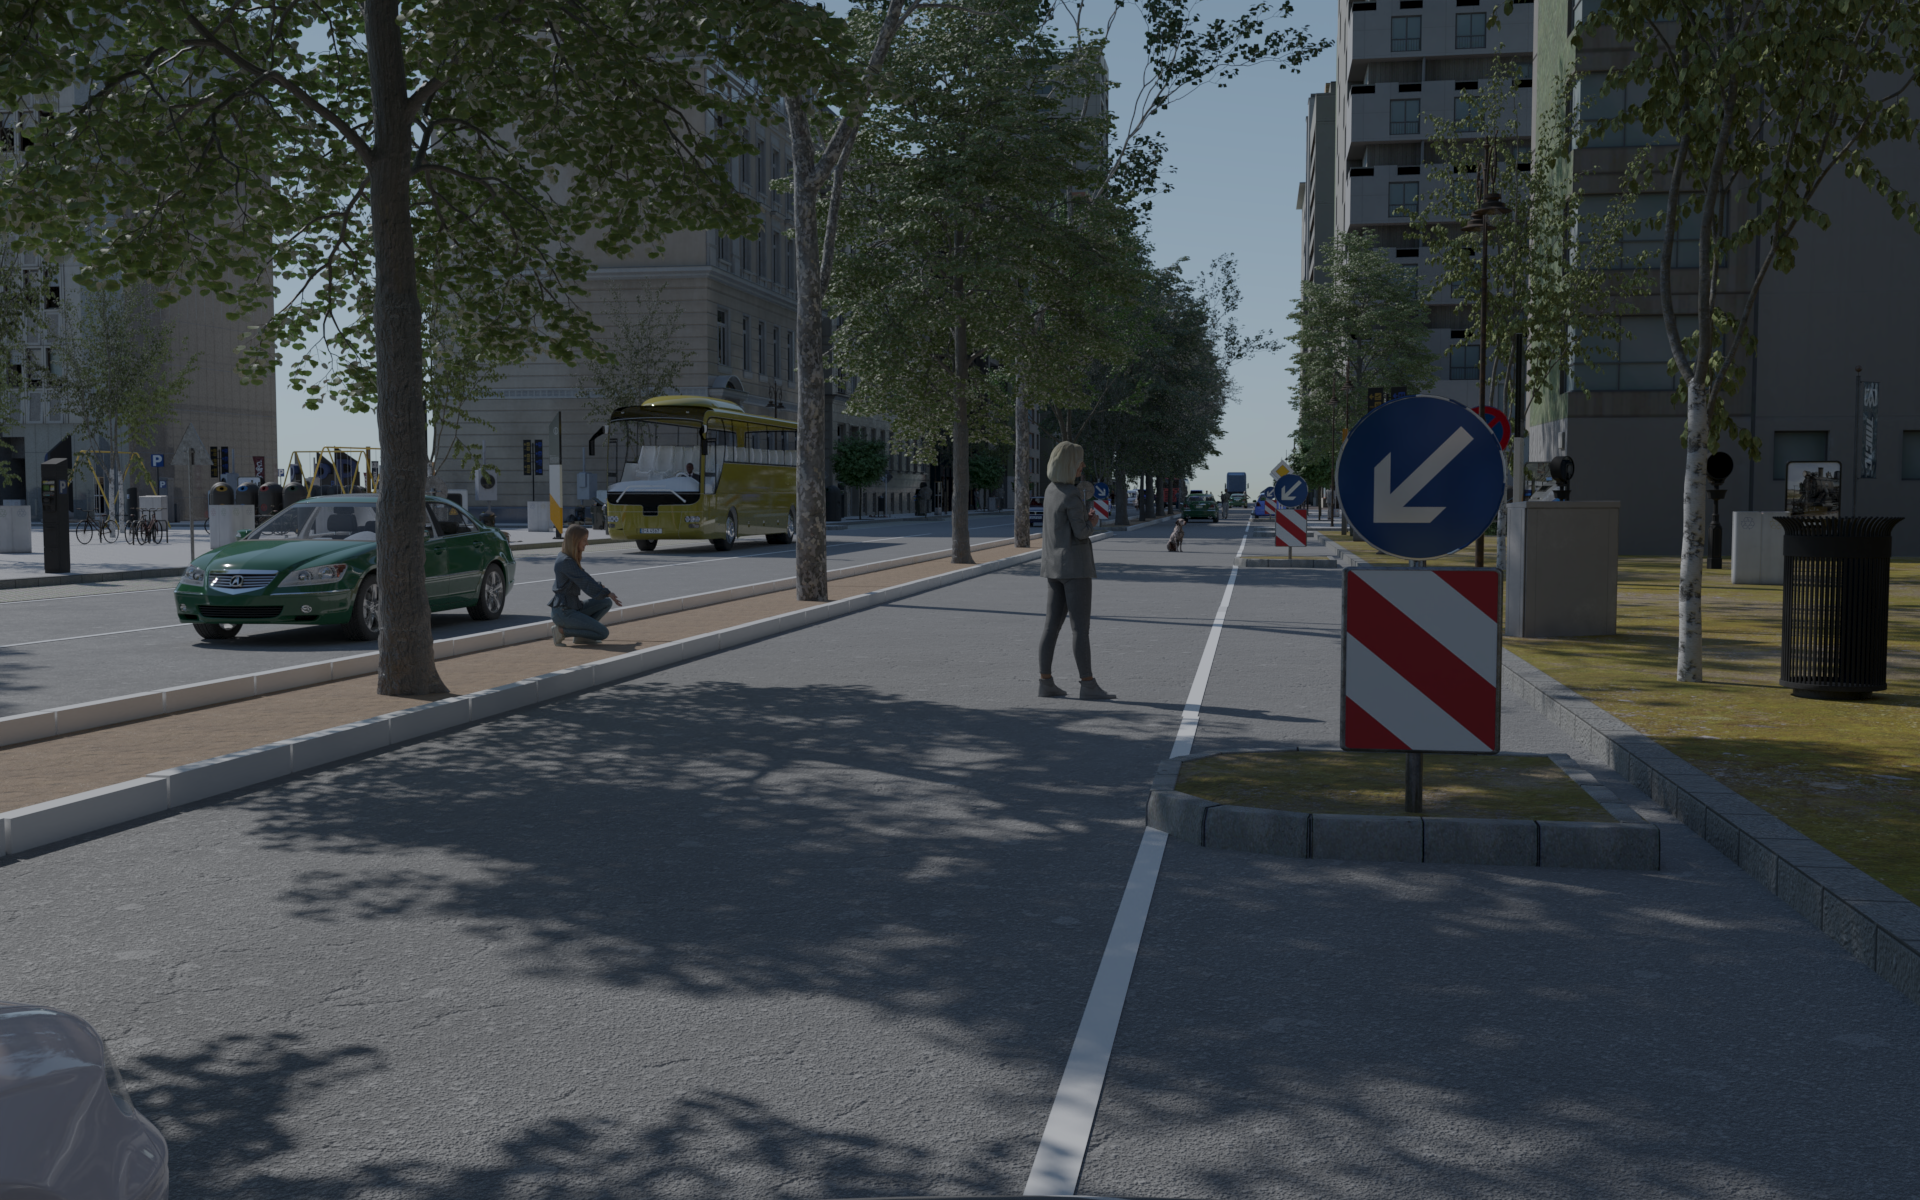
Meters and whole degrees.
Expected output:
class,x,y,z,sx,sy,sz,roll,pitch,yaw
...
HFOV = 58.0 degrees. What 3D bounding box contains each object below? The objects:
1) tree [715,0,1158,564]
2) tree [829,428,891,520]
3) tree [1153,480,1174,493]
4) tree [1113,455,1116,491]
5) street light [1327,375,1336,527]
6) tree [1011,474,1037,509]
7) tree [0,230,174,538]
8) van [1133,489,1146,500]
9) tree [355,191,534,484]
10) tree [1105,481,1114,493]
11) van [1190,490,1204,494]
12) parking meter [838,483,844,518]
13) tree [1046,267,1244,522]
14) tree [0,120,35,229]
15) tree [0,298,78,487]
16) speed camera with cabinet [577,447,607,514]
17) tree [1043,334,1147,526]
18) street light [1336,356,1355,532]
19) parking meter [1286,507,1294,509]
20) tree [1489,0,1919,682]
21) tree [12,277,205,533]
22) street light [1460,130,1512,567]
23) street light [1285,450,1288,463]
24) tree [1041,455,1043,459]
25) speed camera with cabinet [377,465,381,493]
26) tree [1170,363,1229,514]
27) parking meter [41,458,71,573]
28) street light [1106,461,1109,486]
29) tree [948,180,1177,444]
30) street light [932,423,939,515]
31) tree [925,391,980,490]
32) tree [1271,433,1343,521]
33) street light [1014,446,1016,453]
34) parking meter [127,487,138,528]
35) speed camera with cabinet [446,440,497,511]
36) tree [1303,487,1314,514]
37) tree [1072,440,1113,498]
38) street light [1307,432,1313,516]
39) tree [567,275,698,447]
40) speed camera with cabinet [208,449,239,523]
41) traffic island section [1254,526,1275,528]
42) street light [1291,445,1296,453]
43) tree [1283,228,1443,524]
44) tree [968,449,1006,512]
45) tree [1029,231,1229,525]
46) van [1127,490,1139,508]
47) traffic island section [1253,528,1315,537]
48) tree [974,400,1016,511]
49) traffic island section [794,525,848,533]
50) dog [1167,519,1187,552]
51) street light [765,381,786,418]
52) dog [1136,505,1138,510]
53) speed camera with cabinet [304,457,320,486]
class,x,y,z,sx,sy,sz,roll,pitch,yaw
tree,0.061,-6.983,34.753,7.486,12.596,7.792,0,3,0
tree,-5.021,-6.270,86.228,4.285,4.588,4.351,0,3,0
tree,15.404,-10.628,126.582,4.737,8.622,4.395,0,3,0
tree,20.232,-17.442,235.545,4.737,8.622,4.395,0,3,0
street light,14.563,-5.798,67.589,0.468,5.910,1.993,1,4,10
tree,5.644,-9.641,152.228,1.663,3.219,1.824,0,3,0
tree,-25.204,-6.143,50.807,4.360,8.622,3.978,0,3,0
van,21.269,-12.250,204.663,2.240,2.365,5.245,1,4,9
tree,-12.550,-5.567,41.376,4.737,8.622,4.395,0,3,0
tree,20.391,-15.050,240.661,1.663,3.219,1.824,0,3,0
van,33.056,-14.519,241.774,2.240,2.365,5.245,1,4,11
parking meter,-6.379,-5.333,92.905,0.255,1.863,0.399,-2,4,-25
tree,9.495,-10.842,90.096,12.009,13.543,11.850,0,3,0
tree,-19.288,-5.092,33.616,4.360,8.622,3.978,0,3,0
tree,-36.043,-6.928,63.634,4.737,8.622,4.395,0,3,0
speed camera with cabinet,-15.260,-4.835,73.388,2.038,3.252,0.660,2,4,29
tree,5.765,-7.243,71.247,4.360,8.622,3.978,0,3,0
street light,12.985,-5.220,58.131,0.468,5.910,1.993,1,4,10
parking meter,26.025,-8.031,137.025,0.399,1.863,0.255,2,4,27
tree,5.242,-3.745,11.592,4.737,8.622,4.395,0,3,0
tree,-27.248,-6.498,56.598,4.737,8.622,4.395,0,3,0
street light,6.791,-3.040,22.495,0.468,5.910,1.993,1,4,10
street light,33.876,-12.669,179.929,0.468,5.910,1.993,1,4,10
tree,9.918,-13.644,173.437,4.360,8.622,3.978,0,3,0
speed camera with cabinet,-38.821,-7.564,118.003,2.038,3.252,0.660,1,4,21
tree,14.741,-12.214,120.285,7.486,12.596,7.792,0,3,0
parking meter,-14.673,-1.369,28.099,0.255,1.863,0.399,0,4,3
street light,19.412,-15.595,227.772,0.468,5.910,1.993,1,4,10
tree,3.481,-7.823,56.112,9.928,11.665,9.643,0,3,0
street light,-1.518,-8.170,106.364,0.468,5.910,1.993,1,4,10
tree,-0.341,-10.047,114.635,4.360,8.622,3.978,0,3,0
tree,17.350,-6.100,83.452,4.285,4.588,4.351,0,3,0
street light,4.636,-10.344,141.907,0.468,5.910,1.993,1,4,10
parking meter,-31.713,-3.545,66.376,0.372,1.533,0.369,0,3,0
speed camera with cabinet,-17.869,-4.185,62.767,2.038,3.252,0.660,-2,4,-29
tree,22.119,-7.108,110.819,1.663,3.219,1.824,0,3,0
tree,14.988,-15.577,205.042,4.737,8.622,4.395,0,3,0
street light,20.793,-7.991,103.443,0.468,5.910,1.993,1,4,10
tree,-10.743,-6.555,57.537,4.360,8.622,3.978,0,3,0
speed camera with cabinet,-32.533,-5.024,76.482,2.038,3.252,0.660,3,5,44
traffic island section,12.356,-2.724,66.823,2.009,0.180,2.903,1,4,10
street light,27.792,-10.487,144.250,0.468,5.910,1.993,1,4,10
tree,17.257,-9.560,74.425,7.486,12.596,7.792,0,3,0
tree,1.750,-8.687,125.750,4.285,4.588,4.351,0,3,0
tree,7.393,-10.365,78.581,9.857,13.997,8.962,0,3,0
van,17.404,-10.399,177.039,2.013,2.044,4.112,1,4,10
traffic island section,11.001,-2.243,58.953,2.009,0.180,2.903,1,4,10
tree,3.047,-11.227,133.921,4.737,8.622,4.395,0,3,0
traffic island section,-5.720,-2.914,69.927,2.009,0.180,2.903,1,4,10
dog,5.413,-1.611,43.169,0.513,0.831,0.800,1,4,12
street light,-7.514,-5.990,70.732,0.468,5.910,1.993,1,4,10
dog,14.623,-7.559,142.880,0.406,0.507,0.540,-2,4,-31
speed camera with cabinet,-35.411,-6.065,93.504,2.038,3.252,0.660,2,4,35
